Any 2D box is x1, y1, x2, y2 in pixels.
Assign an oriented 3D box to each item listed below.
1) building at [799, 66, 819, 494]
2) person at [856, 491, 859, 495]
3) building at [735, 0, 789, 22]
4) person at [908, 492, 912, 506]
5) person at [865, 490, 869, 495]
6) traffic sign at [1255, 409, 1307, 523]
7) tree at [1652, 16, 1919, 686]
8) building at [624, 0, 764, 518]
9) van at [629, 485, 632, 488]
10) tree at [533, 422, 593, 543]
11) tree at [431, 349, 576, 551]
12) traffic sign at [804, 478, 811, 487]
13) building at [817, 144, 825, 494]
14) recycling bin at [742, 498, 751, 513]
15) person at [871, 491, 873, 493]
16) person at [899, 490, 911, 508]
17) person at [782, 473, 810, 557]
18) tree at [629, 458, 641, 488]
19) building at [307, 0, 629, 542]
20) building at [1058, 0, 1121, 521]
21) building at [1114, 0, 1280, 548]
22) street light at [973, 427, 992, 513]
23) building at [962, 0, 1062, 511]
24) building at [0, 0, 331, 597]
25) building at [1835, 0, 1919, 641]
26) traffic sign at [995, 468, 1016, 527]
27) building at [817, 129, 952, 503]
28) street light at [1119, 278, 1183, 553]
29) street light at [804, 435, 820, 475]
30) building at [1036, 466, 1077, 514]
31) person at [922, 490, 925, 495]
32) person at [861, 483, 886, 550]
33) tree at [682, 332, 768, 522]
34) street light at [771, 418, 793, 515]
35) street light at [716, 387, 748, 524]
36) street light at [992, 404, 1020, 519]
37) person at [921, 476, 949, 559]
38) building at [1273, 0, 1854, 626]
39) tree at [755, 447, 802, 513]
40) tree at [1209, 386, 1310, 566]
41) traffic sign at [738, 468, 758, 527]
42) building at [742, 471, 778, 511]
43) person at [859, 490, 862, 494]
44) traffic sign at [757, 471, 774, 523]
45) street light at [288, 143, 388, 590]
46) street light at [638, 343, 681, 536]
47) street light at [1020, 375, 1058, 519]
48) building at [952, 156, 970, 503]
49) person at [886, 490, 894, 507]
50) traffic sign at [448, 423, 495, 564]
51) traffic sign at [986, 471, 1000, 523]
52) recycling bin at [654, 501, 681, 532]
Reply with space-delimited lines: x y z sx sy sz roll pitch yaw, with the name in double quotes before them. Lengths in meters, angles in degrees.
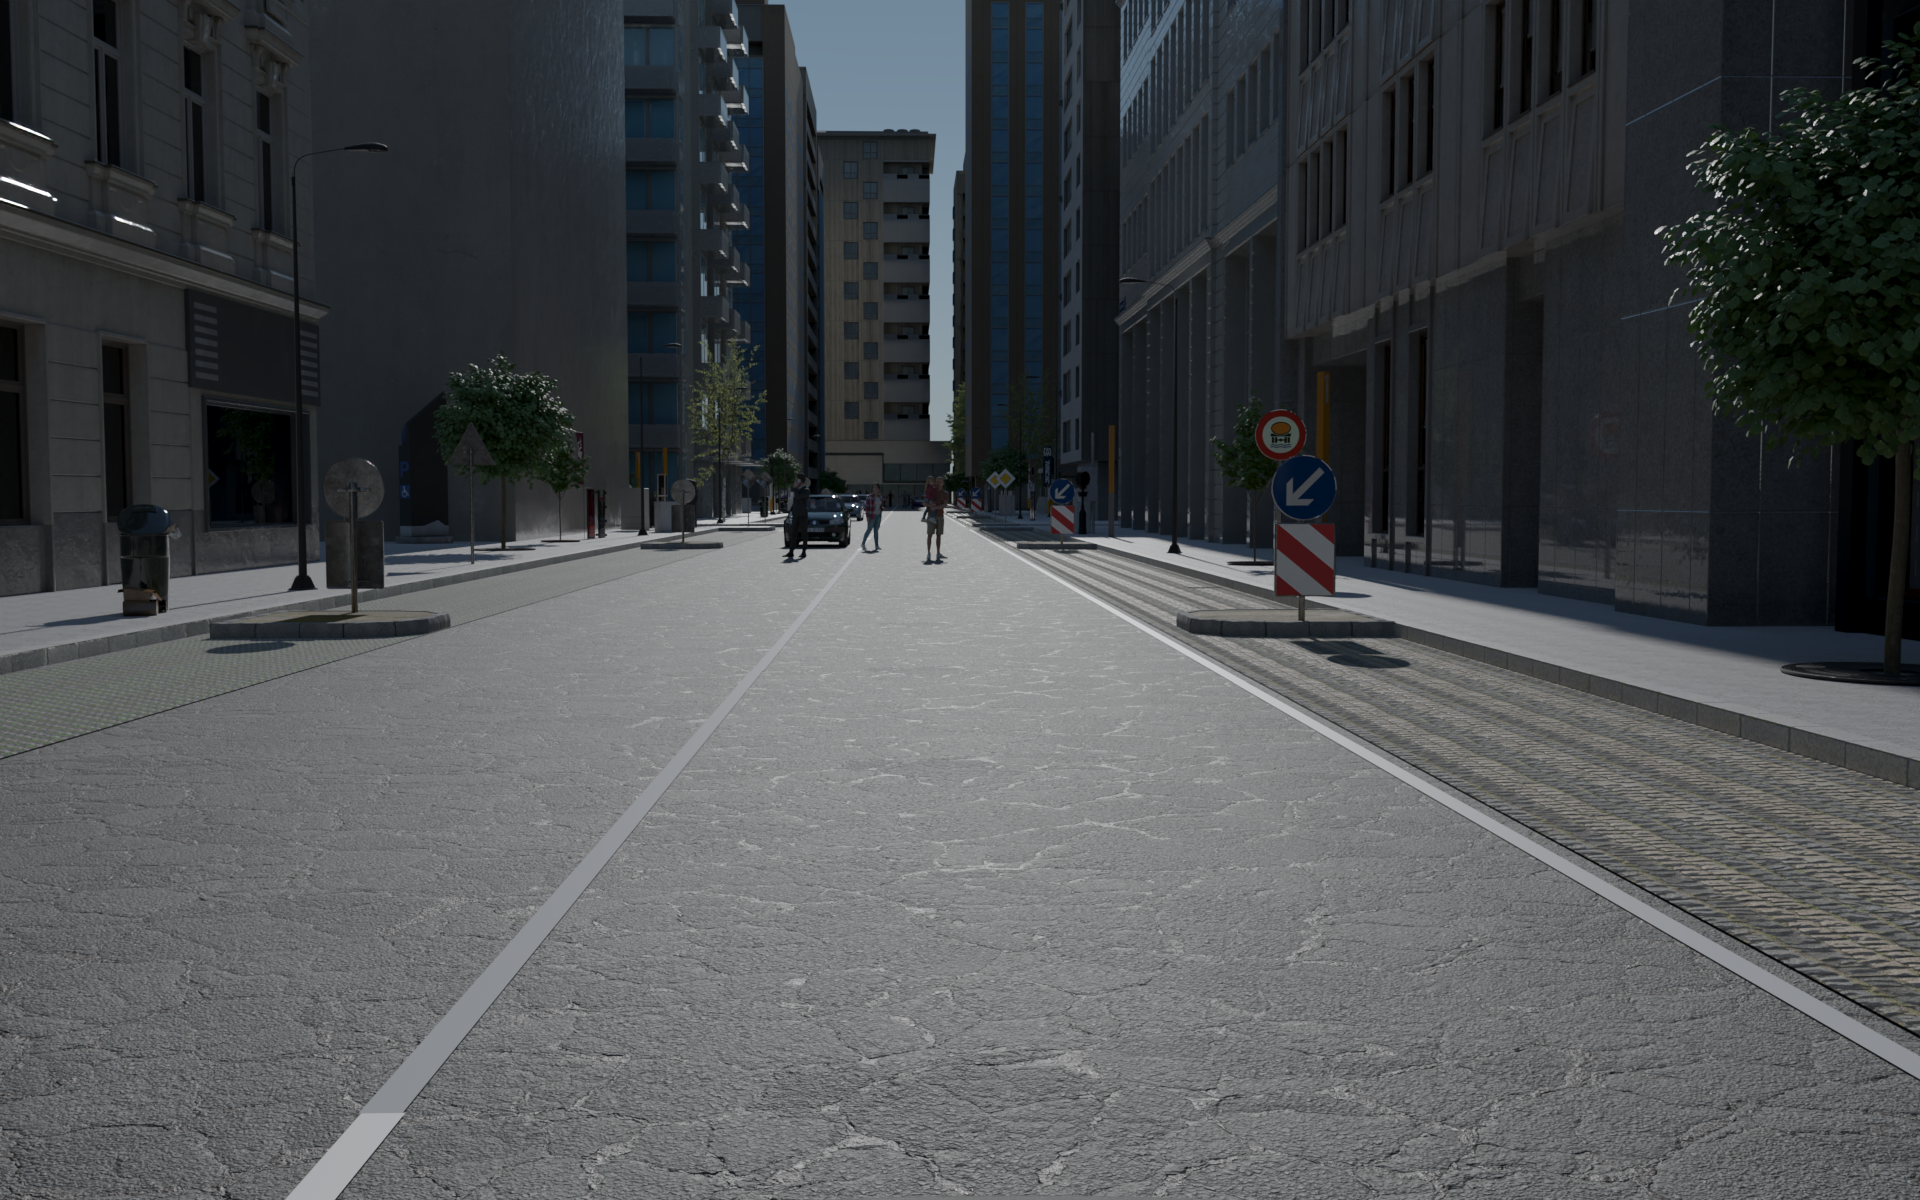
"building" -26.742 -34.564 188.828 21.300 48.544 21.600 0 4 -2
"person" -9.435 -9.267 160.739 0.721 1.735 1.217 2 4 30
"building" -22.189 -31.003 157.010 14.600 45.320 14.200 0 4 -2
"person" -6.018 -12.169 208.259 0.742 1.727 0.445 2 4 27
"person" -8.906 -9.629 166.077 1.348 1.807 0.705 -2 4 -27
"traffic sign" 4.818 -1.589 26.092 0.768 2.556 0.104 0 4 4
"tree" 6.503 -1.733 12.053 4.285 4.588 4.351 0 3 0
"building" -23.791 -29.238 97.642 23.786 49.044 30.456 0 4 -2
"van" -15.345 -3.905 70.857 4.112 2.044 2.013 0 4 -3
"tree" -10.541 -3.152 46.133 1.663 3.219 1.824 0 3 0
"tree" -10.407 -3.405 39.381 4.285 4.588 4.351 0 3 0
"traffic sign" -12.024 -8.254 135.057 0.768 2.556 0.104 0 4 1
"building" -24.366 -34.646 216.572 14.200 45.320 14.600 0 4 -2
"recycling bin" -14.378 -6.281 115.254 0.722 1.027 0.722 -3 5 -41
"person" -11.582 -13.370 227.089 0.705 1.826 1.348 0 4 -1
"person" -5.673 -10.415 178.865 1.350 1.814 0.705 0 4 -1
"person" -3.685 -1.923 39.298 0.474 1.900 0.648 -3 5 -42
"tree" -15.338 -5.083 77.707 1.663 3.219 1.824 0 3 0
"building" -29.263 -15.318 54.967 34.151 26.468 19.350 0 4 -2
"building" 12.474 -19.197 85.574 14.107 30.474 14.160 0 4 -2
"building" 11.873 -16.714 50.766 11.434 29.767 29.804 0 4 -2
"street light" 1.584 -9.000 119.694 1.470 5.913 1.316 0 4 -2
"building" 7.561 -29.918 139.269 14.600 45.320 14.200 0 4 -2
"building" -19.520 -14.461 12.848 17.030 29.872 44.131 0 4 -2
"building" 14.569 -10.893 7.786 12.332 23.373 15.834 0 4 -2
"traffic sign" 1.782 -3.928 67.869 0.795 2.450 0.064 0 4 -2
"building" -15.212 -40.362 249.162 27.495 52.752 28.713 0 4 -2
"street light" 4.111 -3.965 37.375 1.470 5.913 1.316 0 4 -2
"street light" -11.725 -10.030 136.537 1.470 5.913 1.316 0 4 -2
"building" 21.616 -25.744 112.796 32.217 40.220 23.993 0 4 -2
"person" -4.056 -10.862 185.955 0.599 1.838 0.709 0 4 1
"person" -2.228 -2.162 44.680 0.563 1.720 0.643 -3 5 -41
"tree" -10.851 -7.890 79.370 4.360 8.622 3.978 0 3 0
"street light" -10.902 -8.166 106.047 1.470 5.913 1.316 0 4 -2
"street light" -9.918 -6.287 75.338 1.470 5.913 1.316 0 4 -2
"street light" 2.561 -7.124 89.025 1.470 5.913 1.316 0 4 -2
"person" -0.580 -1.830 38.401 0.573 1.828 0.580 2 4 34
"building" 12.929 -12.727 26.109 12.078 24.808 19.932 0 4 -2
"tree" -12.522 -8.310 119.575 4.285 4.588 4.351 0 3 0
"tree" 5.241 -2.250 31.388 1.663 3.219 1.824 0 3 0
"traffic sign" -8.259 -3.911 67.582 0.795 2.450 0.064 0 4 -2
"building" -30.554 -26.972 132.880 32.217 40.220 23.993 0 4 -2
"person" -10.048 -10.106 173.672 0.705 1.831 1.348 2 4 27
"traffic sign" -8.504 -4.399 75.563 0.795 2.450 0.064 0 4 -2
"street light" -8.263 -3.089 23.045 1.470 5.913 1.316 0 4 -2
"street light" -9.292 -4.953 53.529 1.470 5.913 1.316 0 4 -2
"street light" 3.248 -5.830 67.864 1.470 5.913 1.316 0 4 -2
"building" 9.665 -38.096 246.572 21.600 48.544 21.300 0 4 -2
"person" -7.700 -11.160 190.930 1.348 1.831 0.705 3 5 39
"traffic sign" -8.917 -1.934 31.619 0.884 2.594 0.081 0 4 5
"traffic sign" 1.537 -4.416 75.850 0.795 2.450 0.064 0 4 -2
"recycling bin" -9.895 -2.819 58.646 0.722 1.027 0.722 -2 4 -29
